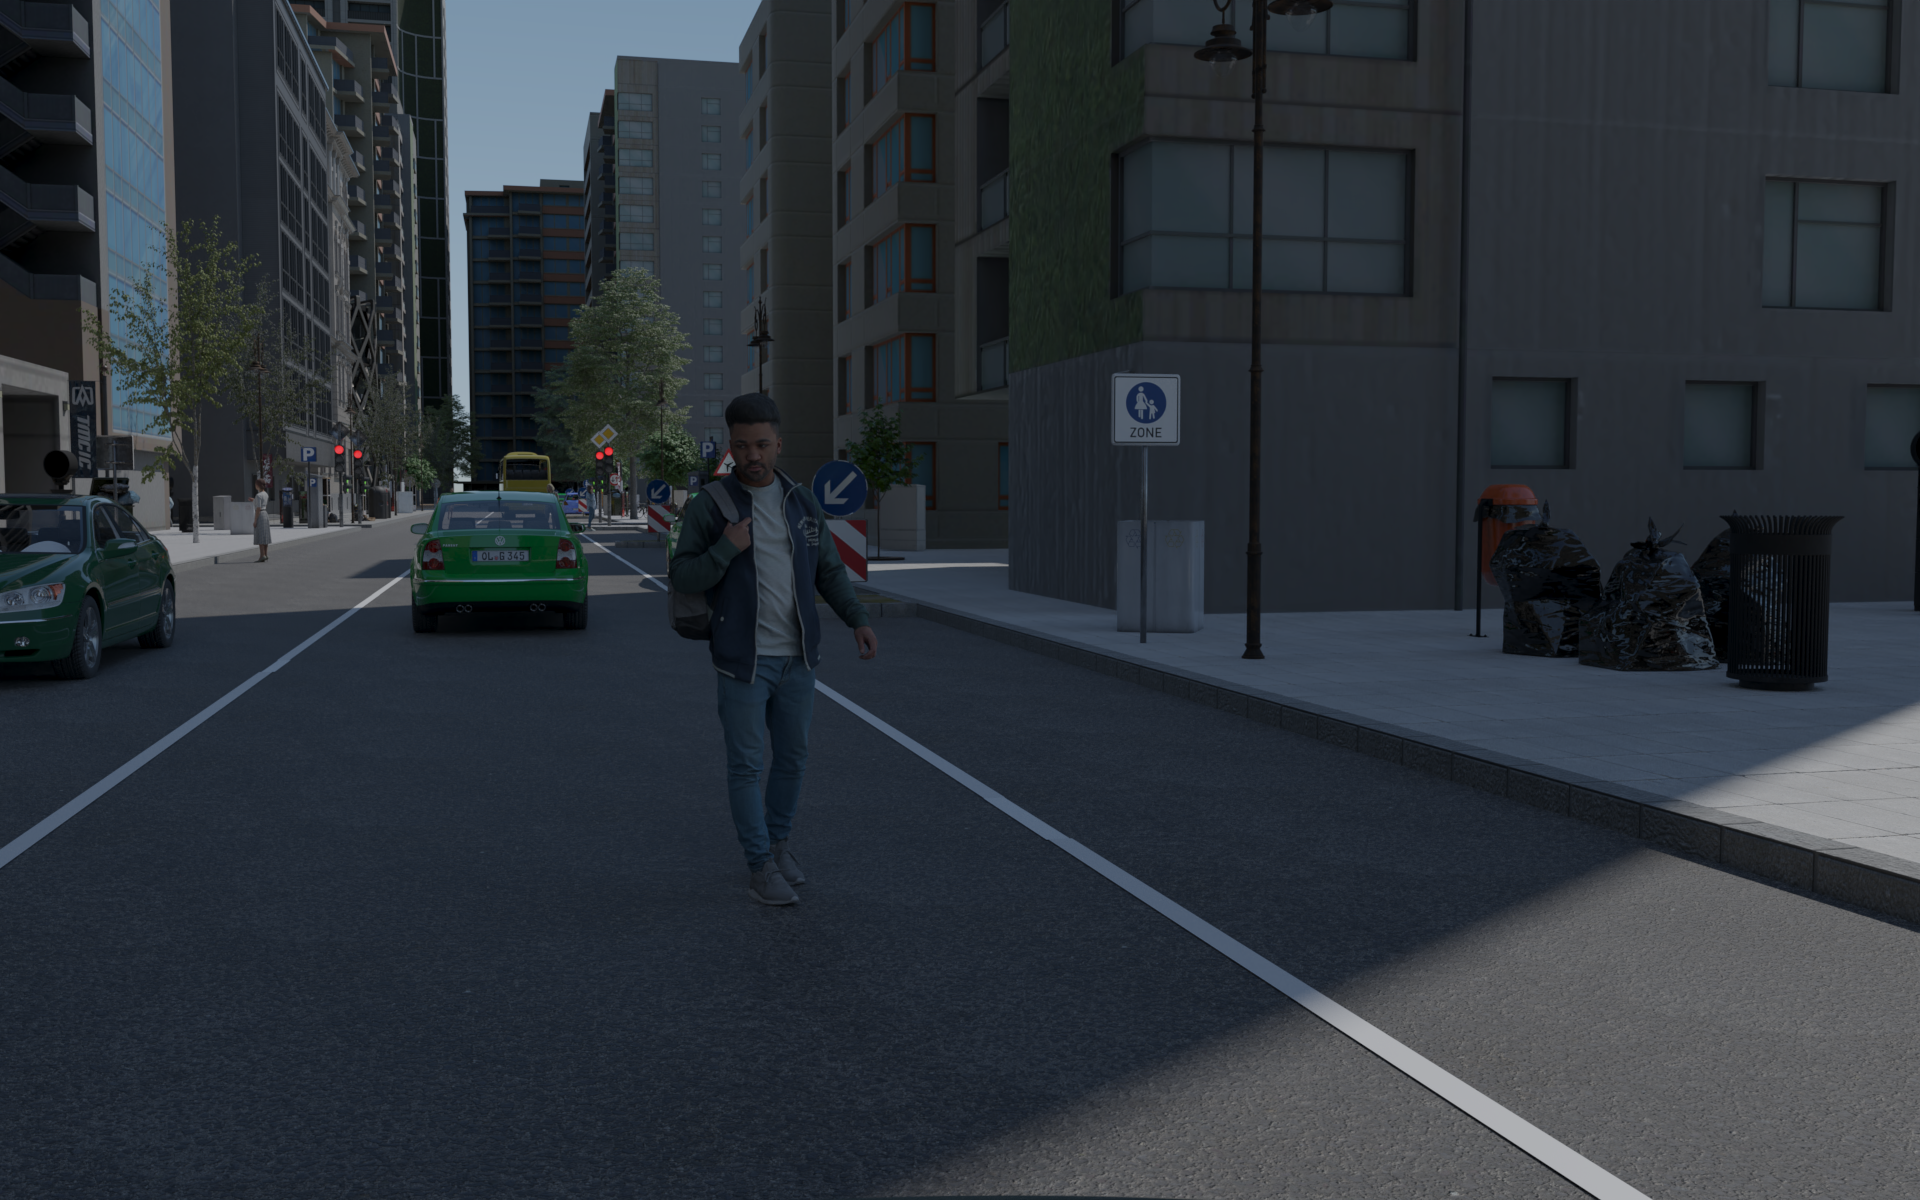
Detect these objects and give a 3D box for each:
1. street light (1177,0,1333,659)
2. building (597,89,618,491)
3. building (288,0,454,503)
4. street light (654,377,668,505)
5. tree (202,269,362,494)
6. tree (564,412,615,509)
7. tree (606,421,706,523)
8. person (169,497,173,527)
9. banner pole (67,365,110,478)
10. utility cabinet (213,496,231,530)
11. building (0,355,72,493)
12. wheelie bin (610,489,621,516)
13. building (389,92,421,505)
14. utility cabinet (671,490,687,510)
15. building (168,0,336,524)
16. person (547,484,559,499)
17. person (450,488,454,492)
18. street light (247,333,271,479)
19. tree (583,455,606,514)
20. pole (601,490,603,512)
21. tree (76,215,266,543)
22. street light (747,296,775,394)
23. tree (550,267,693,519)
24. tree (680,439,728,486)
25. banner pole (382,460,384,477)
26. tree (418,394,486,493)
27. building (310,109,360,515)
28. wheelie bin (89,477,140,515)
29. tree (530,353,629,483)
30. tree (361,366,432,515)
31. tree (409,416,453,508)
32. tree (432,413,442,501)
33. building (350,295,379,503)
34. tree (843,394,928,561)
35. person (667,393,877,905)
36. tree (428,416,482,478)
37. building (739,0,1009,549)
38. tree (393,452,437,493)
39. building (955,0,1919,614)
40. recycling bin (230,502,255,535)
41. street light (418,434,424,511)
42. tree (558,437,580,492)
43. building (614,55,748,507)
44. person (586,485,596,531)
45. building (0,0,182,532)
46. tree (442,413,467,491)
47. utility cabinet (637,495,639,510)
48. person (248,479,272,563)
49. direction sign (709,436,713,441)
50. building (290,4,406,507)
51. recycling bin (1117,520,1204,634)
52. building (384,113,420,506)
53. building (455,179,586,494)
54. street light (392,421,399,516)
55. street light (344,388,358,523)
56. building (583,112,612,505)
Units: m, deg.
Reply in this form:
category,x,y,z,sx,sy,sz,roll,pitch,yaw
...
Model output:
category,x,y,z,sx,sy,sz,roll,pitch,yaw
street light,2.289,-2.481,13.344,0.468,5.910,1.993,-1,4,-14
building,-27.703,-32.645,188.378,22.147,44.769,28.867,-1,4,-14
building,-80.677,-48.823,236.500,20.611,71.187,20.563,-1,4,-14
street light,-11.818,-5.865,68.681,0.468,5.910,1.993,-1,4,-14
tree,-23.072,-6.546,57.383,4.360,8.622,3.978,0,3,0
tree,-35.987,-13.076,164.152,4.737,8.622,4.395,0,3,0
tree,-13.022,-5.788,78.348,4.285,4.588,4.351,0,3,0
person,-31.036,-3.509,67.686,0.589,1.601,0.330,1,4,18
banner pole,-16.845,-2.671,33.685,0.863,3.779,0.401,-1,4,-18
utility cabinet,-26.389,-3.106,61.944,0.306,1.237,1.020,-3,5,-42
building,-26.772,-35.955,26.123,20.563,71.187,20.611,-1,4,-14
wheelie bin,-20.262,-5.755,102.001,0.693,1.594,0.980,-3,5,-41
building,-74.920,-35.417,202.771,21.600,48.544,21.300,-1,4,-14
utility cabinet,-16.520,-5.706,101.978,1.173,1.500,0.318,3,5,44
building,-39.639,-17.852,85.390,14.314,27.812,24.014,-1,4,-14
person,-14.598,-3.254,61.882,0.537,1.800,0.526,0,4,6
person,-28.858,-5.470,98.281,0.374,1.781,0.599,2,4,35
street light,-20.111,-4.711,49.810,0.468,5.910,1.993,-1,4,-14
tree,-22.705,-7.841,111.920,4.285,4.588,4.351,0,3,0
pole,-26.064,-8.090,126.116,0.158,3.312,0.155,0,3,0
tree,-20.253,-5.798,45.160,4.737,8.622,4.395,0,3,0
street light,-4.672,-4.151,40.660,0.468,5.910,1.993,-1,4,-14
tree,-16.810,-10.326,86.962,7.486,12.596,7.792,0,3,0
tree,-8.580,-4.007,60.117,1.663,3.219,1.824,0,3,0
banner pole,-42.743,-8.460,128.343,0.401,3.779,0.863,-2,4,-29
tree,-57.581,-16.981,195.762,7.486,12.596,7.792,0,3,0
building,-45.649,-19.630,108.338,14.401,28.519,23.554,-1,4,-14
wheelie bin,-15.914,-1.508,32.571,0.980,1.594,0.693,-3,5,-43
tree,-33.192,-15.093,153.429,9.857,13.997,8.962,0,3,0
tree,-32.562,-9.016,97.778,4.360,8.622,3.978,0,3,0
tree,-49.241,-12.933,161.814,4.737,8.622,4.395,0,3,0
tree,-34.629,-9.535,106.264,4.360,8.622,3.978,0,3,0
building,-52.044,-15.943,128.114,16.820,18.784,16.811,-1,4,-14
tree,-1.455,-2.392,33.713,1.663,3.219,1.824,0,3,0
person,-0.703,0.166,6.140,0.623,1.781,0.721,-3,5,-43
tree,-60.683,-16.677,207.082,7.601,10.594,8.767,0,4,-5
building,8.423,-12.947,56.731,27.650,21.520,28.899,-1,4,-14
tree,-42.983,-9.357,136.702,4.285,4.588,4.351,0,3,0
building,7.034,-20.906,25.404,14.154,41.232,14.086,-1,4,-14
recycling bin,-22.699,-2.588,54.865,0.722,1.027,0.722,-1,4,-16
street light,-40.435,-9.619,130.061,0.468,5.910,1.993,-1,4,-14
tree,-41.442,-14.354,185.041,4.360,8.622,3.978,0,3,0
building,-26.005,-29.554,166.798,14.154,41.232,14.086,-1,4,-14
person,-14.317,-3.567,67.091,0.793,1.790,0.793,-2,4,-32
building,-33.371,-24.649,53.122,14.200,45.320,14.600,-1,4,-14
tree,-46.523,-12.487,154.530,4.360,8.622,3.978,0,3,0
utility cabinet,-25.703,-7.681,136.747,0.306,1.237,1.020,-3,5,-41
person,-14.738,-1.668,36.338,0.524,1.755,0.480,0,4,1
direction sign,-9.761,-4.653,68.068,0.379,3.537,0.876,-1,4,-15
building,-62.869,-30.768,157.682,22.147,44.769,28.867,-1,4,-14
recycling bin,1.896,-0.231,16.327,0.722,1.027,0.722,1,4,16
building,-64.101,-30.336,179.595,14.154,41.232,14.086,-1,4,-14
building,-56.175,-36.036,243.813,28.867,44.769,22.147,-1,4,-14
street light,-33.514,-7.948,102.735,0.468,5.910,1.993,-1,4,-14
street light,-26.503,-6.278,75.431,0.468,5.910,1.993,-1,4,-14
building,-34.678,-36.011,212.480,21.300,48.544,21.600,-1,4,-14
